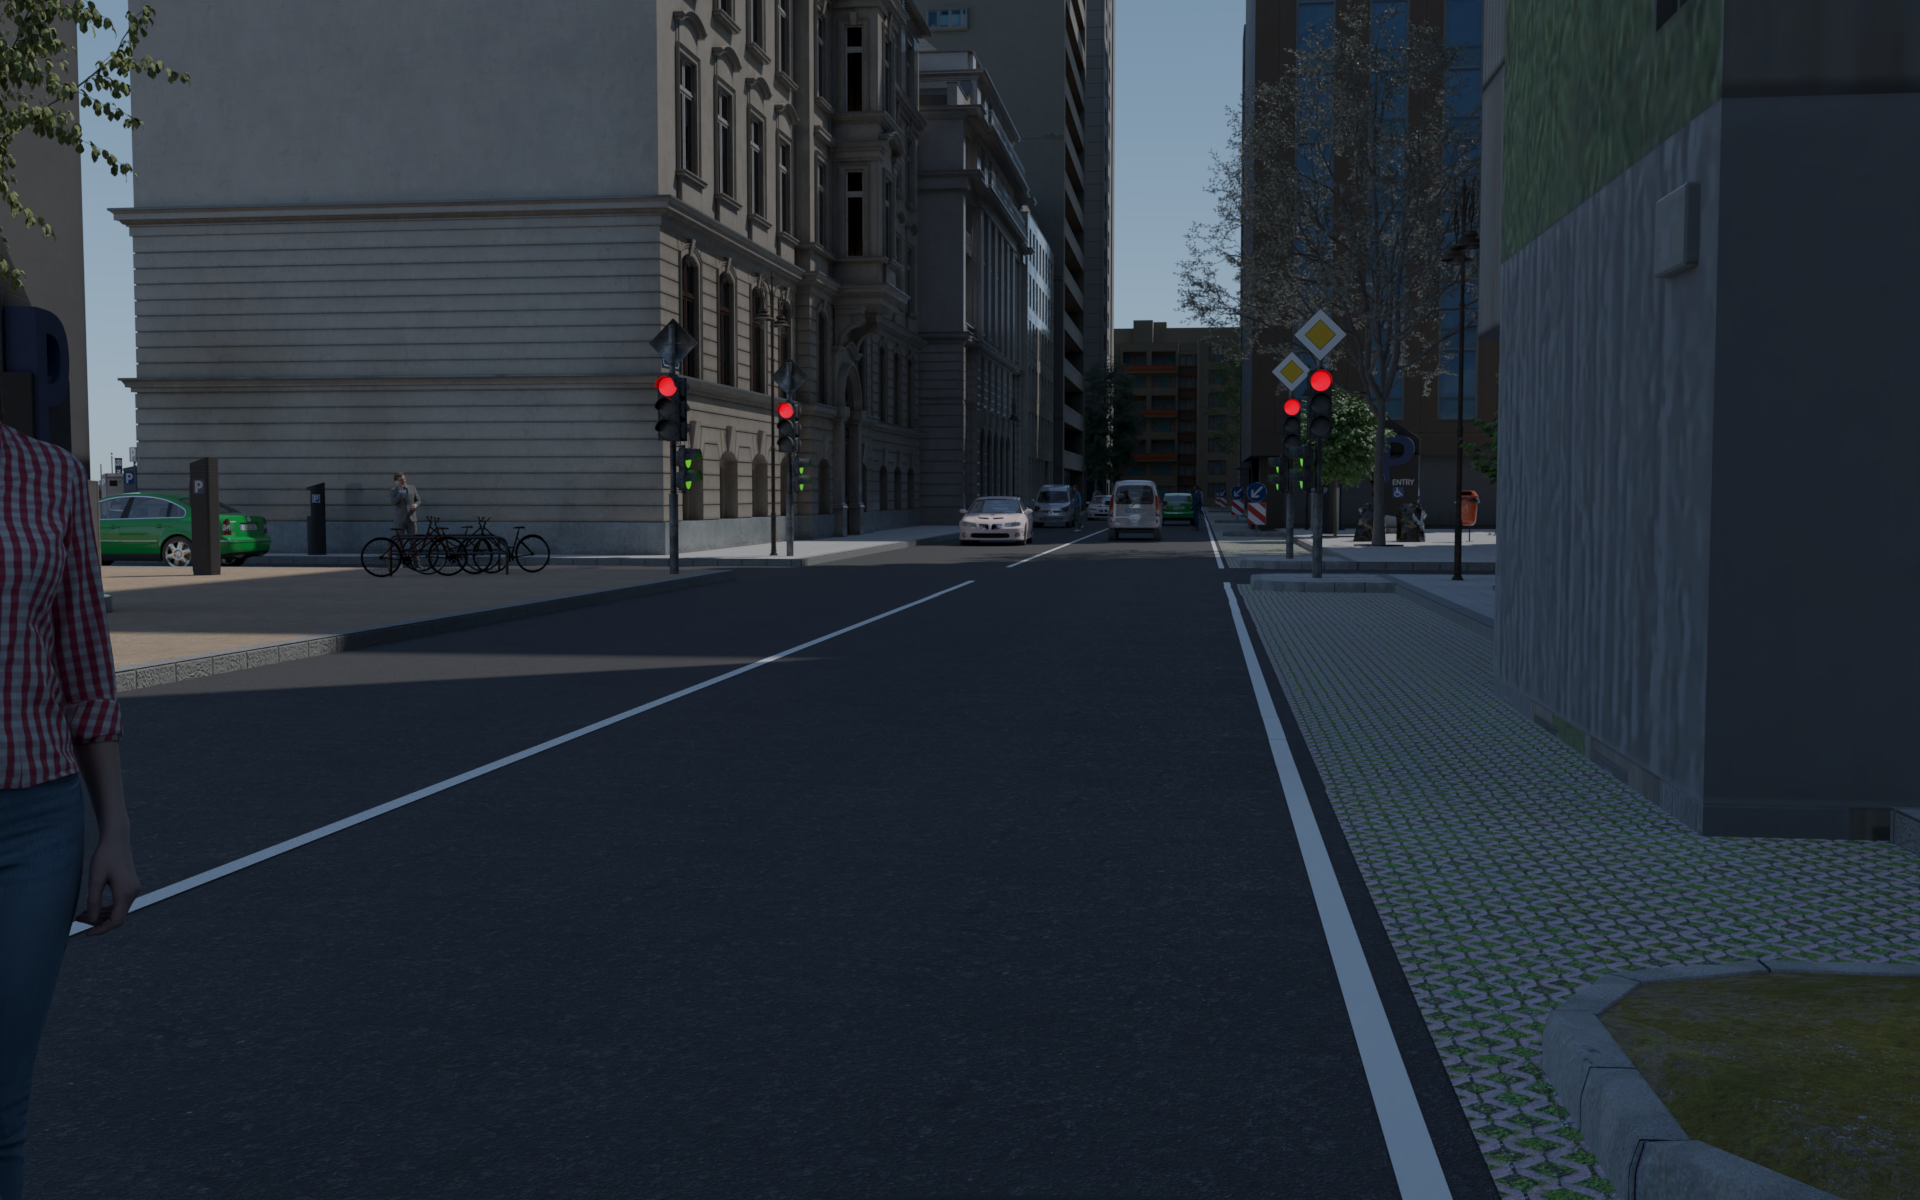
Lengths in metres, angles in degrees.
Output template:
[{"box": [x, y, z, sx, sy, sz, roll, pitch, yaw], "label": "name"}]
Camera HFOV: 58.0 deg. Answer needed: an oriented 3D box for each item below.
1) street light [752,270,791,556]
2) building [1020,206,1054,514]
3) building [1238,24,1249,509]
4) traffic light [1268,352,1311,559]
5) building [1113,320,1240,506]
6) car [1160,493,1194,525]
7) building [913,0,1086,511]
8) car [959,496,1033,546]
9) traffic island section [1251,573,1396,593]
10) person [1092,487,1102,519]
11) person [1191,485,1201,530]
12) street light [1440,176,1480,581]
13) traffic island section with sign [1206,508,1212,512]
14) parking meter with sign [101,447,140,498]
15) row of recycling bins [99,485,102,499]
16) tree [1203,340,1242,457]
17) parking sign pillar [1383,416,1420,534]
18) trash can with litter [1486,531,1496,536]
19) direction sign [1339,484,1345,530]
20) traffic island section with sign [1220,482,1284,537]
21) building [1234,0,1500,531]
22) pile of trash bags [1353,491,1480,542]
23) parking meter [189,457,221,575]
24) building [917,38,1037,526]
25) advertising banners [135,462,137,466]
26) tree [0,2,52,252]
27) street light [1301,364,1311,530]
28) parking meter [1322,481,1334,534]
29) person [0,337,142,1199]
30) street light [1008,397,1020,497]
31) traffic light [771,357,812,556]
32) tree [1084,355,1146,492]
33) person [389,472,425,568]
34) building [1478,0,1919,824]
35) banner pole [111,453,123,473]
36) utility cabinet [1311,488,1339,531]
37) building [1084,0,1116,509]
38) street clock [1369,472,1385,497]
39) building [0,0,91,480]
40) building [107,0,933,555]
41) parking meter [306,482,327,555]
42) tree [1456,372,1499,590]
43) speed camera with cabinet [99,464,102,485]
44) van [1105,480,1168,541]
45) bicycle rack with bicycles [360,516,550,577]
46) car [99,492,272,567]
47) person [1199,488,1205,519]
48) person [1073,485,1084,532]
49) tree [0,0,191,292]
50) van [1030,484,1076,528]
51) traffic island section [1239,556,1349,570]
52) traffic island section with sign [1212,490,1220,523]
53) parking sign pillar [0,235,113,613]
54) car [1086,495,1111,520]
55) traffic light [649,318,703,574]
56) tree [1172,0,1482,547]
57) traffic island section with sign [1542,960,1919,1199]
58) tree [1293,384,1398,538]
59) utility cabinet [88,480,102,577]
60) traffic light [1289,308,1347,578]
[{"box": [-3.885, -3.862, 35.940, 0.468, 5.910, 1.993, 0, 4, 8], "label": "street light"}, {"box": [-0.350, -15.149, 102.438, 10.420, 20.320, 16.860, 0, 4, 8], "label": "building"}, {"box": [31.970, -28.766, 153.912, 14.154, 41.232, 14.086, 0, 4, 8], "label": "building"}, {"box": [6.529, -2.775, 34.287, 0.839, 4.253, 0.868, 0, 4, 8], "label": "traffic light"}, {"box": [22.764, -22.113, 206.580, 28.899, 21.520, 27.650, 0, 4, 8], "label": "building"}, {"box": [10.112, -4.386, 80.514, 1.959, 1.807, 4.718, 0, 4, 6], "label": "car"}, {"box": [-2.510, -30.468, 121.857, 21.300, 48.544, 21.600, 0, 4, 8], "label": "building"}, {"box": [1.082, -2.290, 49.804, 2.083, 1.381, 4.827, 0, 4, 6], "label": "car"}, {"box": [5.482, -0.257, 26.484, 2.009, 0.180, 2.903, 0, 4, 8], "label": "traffic island section"}, {"box": [7.995, -5.615, 100.399, 0.679, 1.850, 0.850, 2, 4, 30], "label": "person"}, {"box": [9.518, -3.735, 69.754, 0.419, 1.800, 0.721, 0, 4, 1], "label": "person"}, {"box": [7.398, -3.229, 25.579, 0.468, 5.910, 1.993, 0, 4, 8], "label": "street light"}, {"box": [20.431, -7.756, 135.440, 1.989, 1.847, 2.006, 0, 4, 8], "label": "traffic island section with sign"}, {"box": [-31.128, -4.119, 63.599, 0.543, 3.016, 1.738, 3, 5, 39], "label": "parking meter with sign"}, {"box": [-38.095, -4.108, 74.279, 1.069, 1.692, 3.534, 2, 4, 32], "label": "row of recycling bins"}, {"box": [19.975, -11.558, 114.734, 9.928, 11.665, 9.643, 0, 3, 0], "label": "tree"}, {"box": [14.334, -4.165, 56.565, 1.447, 3.967, 1.447, 1, 4, 20], "label": "parking sign pillar"}, {"box": [16.955, -2.618, 53.860, 1.678, 1.210, 2.233, 3, 5, 45], "label": "trash can with litter"}, {"box": [13.451, -4.231, 61.181, 0.876, 3.537, 0.379, -1, 4, -13], "label": "direction sign"}, {"box": [9.932, -3.066, 58.764, 1.989, 1.847, 2.006, 0, 4, 8], "label": "traffic island section with sign"}, {"box": [18.521, -25.601, 68.692, 14.600, 45.320, 14.200, 0, 4, 8], "label": "building"}, {"box": [12.299, -2.267, 46.811, 3.447, 1.369, 1.912, 2, 4, 31], "label": "pile of trash bags"}, {"box": [-11.946, -1.326, 27.398, 0.399, 1.863, 0.255, 1, 4, 21], "label": "parking meter"}, {"box": [-4.109, -14.690, 81.979, 13.314, 21.916, 24.055, 0, 4, 8], "label": "building"}, {"box": [-40.284, -5.379, 84.129, 0.090, 3.025, 2.074, 0, 4, -7], "label": "advertising banners"}, {"box": [-13.307, -4.337, 21.279, 4.360, 8.622, 3.978, 0, 3, 0], "label": "tree"}, {"box": [12.362, -5.429, 61.547, 0.468, 5.910, 1.993, 0, 4, 8], "label": "street light"}, {"box": [11.915, -3.082, 56.098, 0.255, 1.863, 0.399, -2, 4, -33], "label": "parking meter"}, {"box": [-1.484, 0.368, 2.499, 0.388, 1.821, 0.555, 2, 4, 34], "label": "person"}, {"box": [2.565, -6.722, 82.699, 0.468, 5.910, 1.993, 0, 4, 8], "label": "street light"}, {"box": [-3.491, -2.857, 35.639, 0.839, 4.253, 0.868, 0, 4, 8], "label": "traffic light"}, {"box": [12.626, -15.489, 159.906, 9.857, 13.997, 8.962, 0, 3, 0], "label": "tree"}, {"box": [-10.372, -1.482, 32.542, 0.655, 1.846, 0.447, -3, 4, -36], "label": "person"}, {"box": [10.967, -20.071, 11.759, 14.154, 41.232, 14.086, 0, 4, 8], "label": "building"}, {"box": [-51.129, -7.031, 104.971, 0.401, 3.779, 0.863, 3, 5, 39], "label": "banner pole"}, {"box": [12.592, -3.126, 59.787, 1.173, 1.500, 0.318, -3, 5, -40], "label": "utility cabinet"}, {"box": [5.007, -45.124, 176.022, 20.611, 71.187, 20.563, 0, 4, 8], "label": "building"}, {"box": [12.944, -3.014, 53.848, 0.471, 2.002, 0.358, 1, 4, 16], "label": "street clock"}, {"box": [-39.245, -15.489, 46.757, 24.014, 27.812, 14.314, 0, 4, 8], "label": "building"}, {"box": [-8.979, -14.304, 52.952, 14.460, 24.649, 34.723, 0, 4, 8], "label": "building"}, {"box": [-13.540, -1.714, 36.433, 0.372, 1.533, 0.369, 0, 3, 0], "label": "parking meter"}, {"box": [7.677, -1.742, 23.090, 1.663, 3.219, 1.824, 0, 3, 0], "label": "tree"}, {"box": [-55.953, -7.288, 113.496, 0.660, 3.252, 2.038, -2, 4, -34], "label": "speed camera with cabinet"}, {"box": [5.567, -2.925, 54.829, 2.013, 2.044, 4.112, 0, 4, 7], "label": "van"}, {"box": [-8.124, -0.894, 27.994, 2.925, 0.926, 2.852, -1, 4, -18], "label": "bicycle rack with bicycles"}, {"box": [-15.457, -1.457, 32.616, 4.718, 1.807, 1.959, 1, 4, 9], "label": "car"}, {"box": [14.054, -5.643, 101.023, 0.793, 1.790, 0.793, 3, 5, 44], "label": "person"}, {"box": [4.508, -3.499, 66.047, 0.444, 1.785, 0.601, 0, 4, 6], "label": "person"}, {"box": [-7.781, -3.784, 12.228, 4.737, 8.622, 4.395, 0, 3, 0], "label": "tree"}, {"box": [4.093, -4.152, 74.902, 2.013, 2.044, 4.112, 0, 4, 8], "label": "van"}, {"box": [6.567, -0.741, 34.395, 2.009, 0.180, 2.903, 0, 4, 8], "label": "traffic island section"}, {"box": [13.577, -4.700, 85.473, 1.989, 1.847, 2.006, 0, 4, 8], "label": "traffic island section with sign"}, {"box": [-9.886, -1.834, 18.451, 1.447, 3.967, 1.447, -1, 4, -11], "label": "parking sign pillar"}, {"box": [8.027, -5.100, 95.751, 2.083, 1.381, 4.827, 0, 4, 7], "label": "car"}, {"box": [-4.576, -2.374, 27.728, 0.839, 4.253, 0.868, 0, 4, 8], "label": "traffic light"}, {"box": [10.302, -8.073, 42.368, 12.009, 13.543, 11.850, 0, 3, 0], "label": "tree"}, {"box": [2.371, 0.302, 3.688, 1.989, 1.847, 2.006, 0, 4, 8], "label": "traffic island section with sign"}, {"box": [11.306, -4.157, 51.676, 4.285, 4.588, 4.351, 0, 3, 0], "label": "tree"}, {"box": [-12.950, -1.045, 25.766, 0.318, 1.500, 1.173, -2, 4, -27], "label": "utility cabinet"}, {"box": [5.444, -2.291, 26.375, 0.839, 4.253, 0.868, 0, 4, 8], "label": "traffic light"}]
